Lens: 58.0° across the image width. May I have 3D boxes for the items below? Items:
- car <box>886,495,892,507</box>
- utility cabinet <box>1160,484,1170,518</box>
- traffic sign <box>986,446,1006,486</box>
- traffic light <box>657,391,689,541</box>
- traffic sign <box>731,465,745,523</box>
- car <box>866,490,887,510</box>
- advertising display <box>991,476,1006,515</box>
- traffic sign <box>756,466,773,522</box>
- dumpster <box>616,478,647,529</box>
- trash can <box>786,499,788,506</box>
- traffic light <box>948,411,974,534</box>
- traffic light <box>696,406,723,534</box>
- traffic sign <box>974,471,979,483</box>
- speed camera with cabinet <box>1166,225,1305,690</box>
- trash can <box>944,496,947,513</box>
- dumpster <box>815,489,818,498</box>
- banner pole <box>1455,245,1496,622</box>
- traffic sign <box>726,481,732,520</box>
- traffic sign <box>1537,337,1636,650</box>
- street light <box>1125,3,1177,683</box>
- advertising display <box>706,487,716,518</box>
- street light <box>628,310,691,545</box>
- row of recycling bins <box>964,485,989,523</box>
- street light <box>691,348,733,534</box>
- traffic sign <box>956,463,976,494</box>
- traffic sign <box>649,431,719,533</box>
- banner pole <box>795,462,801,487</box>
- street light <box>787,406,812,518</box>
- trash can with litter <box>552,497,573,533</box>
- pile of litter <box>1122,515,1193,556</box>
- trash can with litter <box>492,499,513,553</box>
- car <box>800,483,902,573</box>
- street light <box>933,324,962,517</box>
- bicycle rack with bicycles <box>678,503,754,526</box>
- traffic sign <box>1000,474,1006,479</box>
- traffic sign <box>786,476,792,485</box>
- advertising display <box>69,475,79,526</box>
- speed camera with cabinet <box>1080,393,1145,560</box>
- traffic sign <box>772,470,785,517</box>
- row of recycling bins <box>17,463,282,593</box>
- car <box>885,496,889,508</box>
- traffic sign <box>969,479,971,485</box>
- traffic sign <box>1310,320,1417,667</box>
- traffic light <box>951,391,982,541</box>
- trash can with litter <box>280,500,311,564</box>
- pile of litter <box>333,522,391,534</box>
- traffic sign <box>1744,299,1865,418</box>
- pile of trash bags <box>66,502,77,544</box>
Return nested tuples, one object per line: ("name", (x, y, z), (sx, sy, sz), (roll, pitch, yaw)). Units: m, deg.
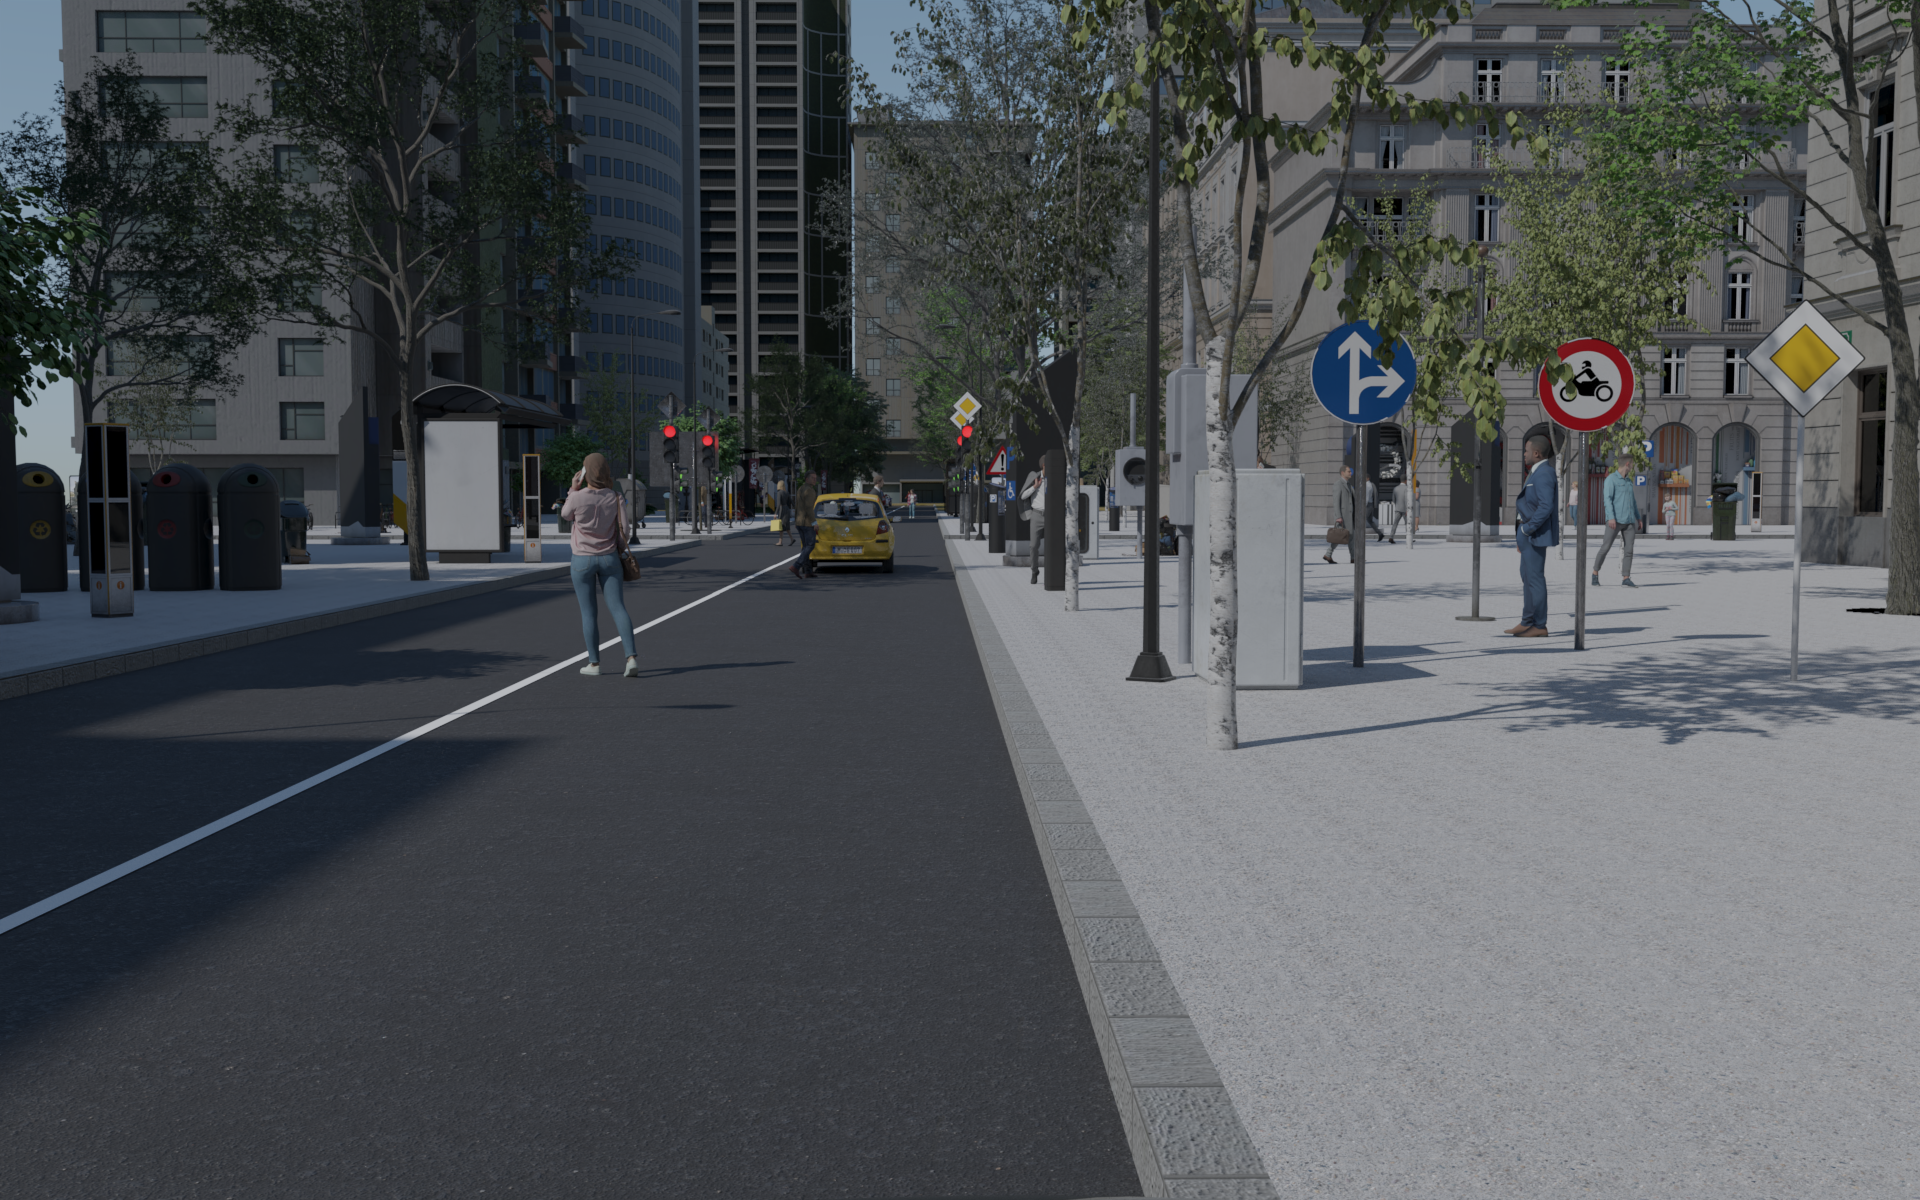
("car", (-8.773, -11.468, 200.080), (1.945, 1.354, 3.894), (0, 4, -1))
("utility cabinet", (4.634, -1.876, 39.355), (0.318, 1.500, 1.173), (0, 4, 5))
("traffic sign", (1.145, -2.857, 46.713), (0.884, 2.594, 0.081), (0, 3, 0))
("traffic light", (-7.872, -3.577, 47.404), (0.839, 4.253, 0.868), (0, 4, -1))
("traffic sign", (-9.784, -4.616, 75.585), (0.768, 2.556, 0.104), (0, 4, 6))
("car", (-7.635, -8.948, 154.972), (2.281, 1.827, 5.304), (0, 4, -3))
("advertising display", (1.537, -3.530, 62.936), (0.974, 1.923, 0.123), (3, 4, 39))
("traffic sign", (-8.825, -4.771, 78.109), (0.768, 2.556, 0.104), (0, 4, 1))
("dumpster", (-12.394, -3.587, 64.405), (1.264, 1.857, 1.865), (0, 4, -1))
("trash can", (-11.933, -6.696, 121.132), (0.748, 1.137, 0.748), (0, 3, 0))
("traffic light", (0.049, -4.075, 55.544), (0.839, 4.253, 0.868), (0, 4, -1))
("traffic light", (-8.011, -4.065, 55.388), (0.839, 4.253, 0.868), (0, 4, -1))
("traffic sign", (0.985, -6.104, 99.540), (0.795, 2.593, 0.064), (0, 4, 6))
("speed camera with cabinet", (1.920, -1.093, 12.204), (0.660, 3.252, 2.038), (0, 4, -3))
("trash can", (-0.790, -6.624, 119.952), (0.748, 1.137, 0.748), (0, 3, 0))
("dumpster", (-10.894, -7.377, 123.100), (1.502, 2.255, 1.985), (0, 4, -1))
("banner pole", (5.181, -1.668, 17.287), (0.401, 3.779, 0.863), (1, 4, 16))
("traffic sign", (-11.582, -5.281, 86.445), (0.768, 2.556, 0.104), (0, 4, 5))
("traffic sign", (5.103, -0.862, 14.193), (0.768, 2.556, 0.104), (0, 4, 7))
("street light", (0.777, -2.400, 11.774), (1.470, 5.913, 1.316), (0, 4, -1))
("advertising display", (-12.854, -5.121, 88.944), (0.123, 1.923, 0.974), (3, 4, 36))
("street light", (-7.731, -4.361, 43.843), (1.470, 5.913, 1.316), (0, 4, -1))
("row of recycling bins", (1.041, -4.387, 78.837), (1.069, 1.692, 3.534), (2, 4, 25))
("street light", (-7.915, -5.061, 55.280), (1.470, 5.913, 1.316), (0, 4, -1))
("traffic sign", (0.224, -3.941, 64.548), (0.768, 2.556, 0.104), (1, 4, 8))
("traffic sign", (-8.960, -3.814, 56.234), (2.265, 3.308, 0.079), (0, 4, 3))
("banner pole", (-11.247, -7.877, 118.808), (0.863, 3.779, 0.401), (-2, 4, -24))
("street light", (-8.531, -7.276, 91.510), (1.470, 5.913, 1.316), (0, 4, -1))
("trash can with litter", (-12.971, -2.790, 57.011), (0.624, 1.170, 1.055), (0, 4, 6))
("pile of litter", (4.165, -1.359, 36.177), (1.719, 0.858, 1.176), (0, 4, -6))
("trash can with litter", (-10.331, -1.624, 37.933), (1.055, 1.170, 0.624), (-1, 4, -15))
("car", (-2.107, -1.381, 32.806), (2.015, 1.641, 3.980), (0, 4, -3))
("street light", (0.027, -4.587, 47.544), (1.470, 5.913, 1.316), (0, 4, -1))
("bicycle rack with bicycles", (-10.228, -3.498, 70.579), (2.925, 0.926, 2.852), (2, 4, 33))
("traffic sign", (1.703, -3.677, 60.217), (0.768, 2.556, 0.104), (0, 4, 3))
("traffic sign", (-11.655, -7.337, 120.062), (0.768, 2.556, 0.104), (0, 4, 2))
("advertising display", (-30.063, -3.297, 59.123), (0.974, 1.923, 0.123), (2, 4, 33))
("speed camera with cabinet", (2.730, -2.420, 33.908), (2.038, 3.252, 0.660), (0, 4, -4))
("traffic sign", (-9.735, -5.669, 92.790), (0.768, 2.556, 0.104), (0, 4, 4))
("row of recycling bins", (-10.890, -0.975, 23.061), (3.534, 1.692, 1.069), (-1, 4, -9))
("car", (-8.489, -10.437, 183.014), (2.083, 1.381, 4.827), (0, 4, -3))
("traffic sign", (0.429, -6.199, 101.460), (0.768, 2.556, 0.104), (0, 4, 4))
("traffic sign", (2.956, -0.775, 12.770), (0.768, 2.556, 0.104), (0, 4, 7))
("traffic light", (0.188, -3.586, 47.560), (0.839, 4.253, 0.868), (0, 4, -1))
("trash can with litter", (-12.211, -1.259, 31.979), (0.624, 1.170, 1.055), (-2, 4, -34))
("pile of litter", (-19.590, -2.620, 56.799), (1.719, 0.858, 1.176), (-1, 4, -9))
("traffic sign", (5.730, -0.736, 11.762), (0.795, 2.593, 0.064), (0, 4, 4))
("pile of trash bags", (-24.249, -2.080, 43.756), (3.447, 1.369, 1.912), (-2, 4, -35))
